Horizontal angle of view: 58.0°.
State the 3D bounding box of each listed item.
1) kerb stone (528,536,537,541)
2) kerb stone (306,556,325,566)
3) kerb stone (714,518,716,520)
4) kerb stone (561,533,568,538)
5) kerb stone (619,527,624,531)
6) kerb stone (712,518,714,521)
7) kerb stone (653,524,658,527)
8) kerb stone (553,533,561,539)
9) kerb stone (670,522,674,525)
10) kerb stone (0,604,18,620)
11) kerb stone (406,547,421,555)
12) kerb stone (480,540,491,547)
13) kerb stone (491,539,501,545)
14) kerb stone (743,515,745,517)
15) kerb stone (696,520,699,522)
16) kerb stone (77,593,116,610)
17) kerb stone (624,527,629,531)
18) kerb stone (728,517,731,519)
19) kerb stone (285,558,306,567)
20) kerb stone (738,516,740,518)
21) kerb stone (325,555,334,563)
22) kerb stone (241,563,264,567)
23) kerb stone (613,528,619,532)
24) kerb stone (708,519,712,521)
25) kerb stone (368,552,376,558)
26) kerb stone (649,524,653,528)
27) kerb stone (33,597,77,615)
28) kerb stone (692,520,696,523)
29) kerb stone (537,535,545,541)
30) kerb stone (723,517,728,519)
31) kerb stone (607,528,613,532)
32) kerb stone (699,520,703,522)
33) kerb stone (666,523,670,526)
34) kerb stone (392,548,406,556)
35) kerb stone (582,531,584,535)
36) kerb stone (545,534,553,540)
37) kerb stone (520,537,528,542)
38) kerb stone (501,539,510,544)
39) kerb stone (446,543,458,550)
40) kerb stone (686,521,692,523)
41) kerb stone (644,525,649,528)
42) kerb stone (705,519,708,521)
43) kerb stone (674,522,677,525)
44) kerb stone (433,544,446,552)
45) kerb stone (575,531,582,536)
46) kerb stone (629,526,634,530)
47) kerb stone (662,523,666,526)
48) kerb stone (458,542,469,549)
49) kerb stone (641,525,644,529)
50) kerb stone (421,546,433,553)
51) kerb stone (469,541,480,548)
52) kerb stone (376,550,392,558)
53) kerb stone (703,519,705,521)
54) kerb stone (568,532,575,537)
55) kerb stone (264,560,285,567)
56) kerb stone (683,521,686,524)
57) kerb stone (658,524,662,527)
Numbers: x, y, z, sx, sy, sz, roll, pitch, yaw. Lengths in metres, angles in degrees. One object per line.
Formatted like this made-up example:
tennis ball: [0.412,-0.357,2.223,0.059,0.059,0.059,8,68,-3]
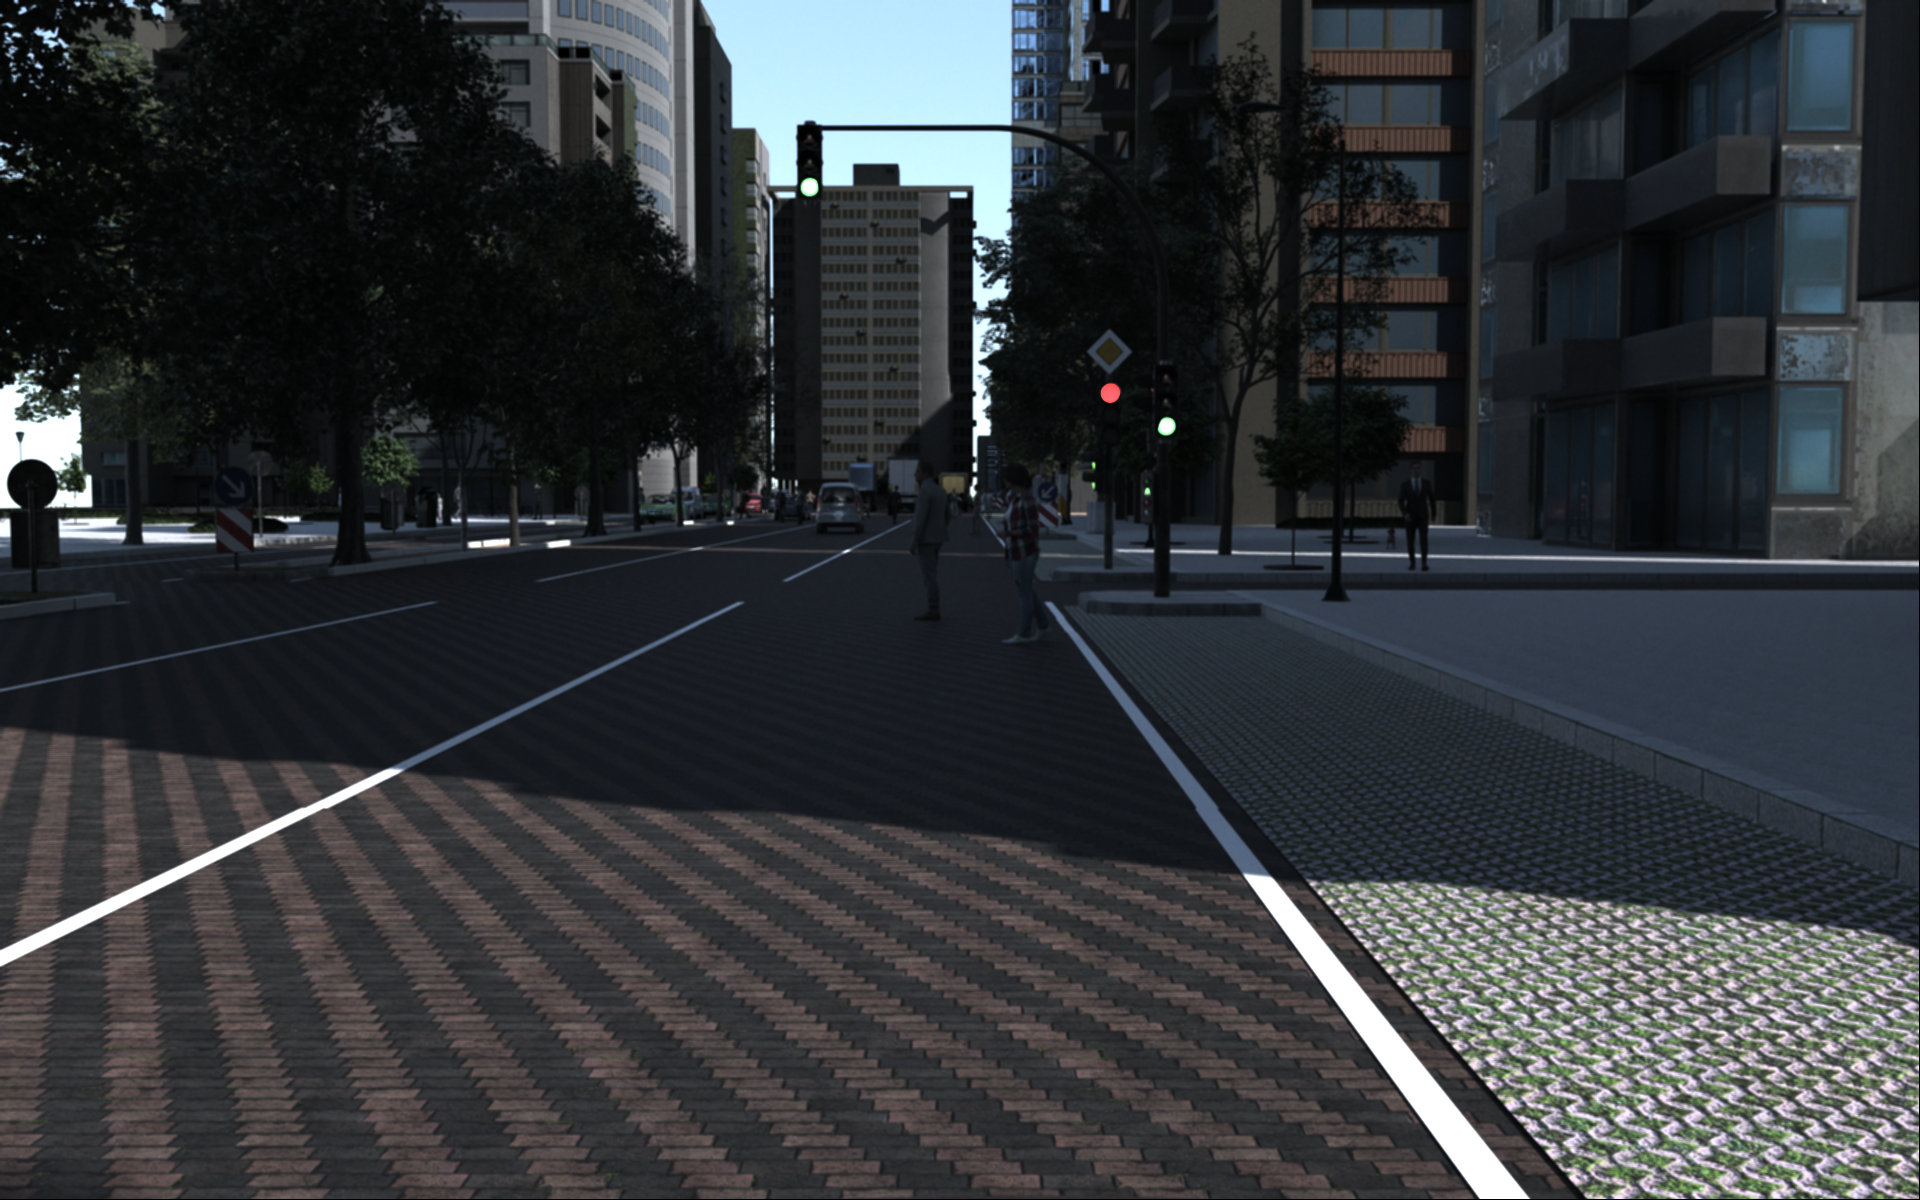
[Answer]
kerb stone: [-13.011,-1.833,52.212,0.120,0.150,1.000,0,4,0]
kerb stone: [-13.060,-0.771,34.808,0.120,0.150,1.000,0,4,0]
kerb stone: [-12.903,-4.158,90.174,0.120,0.150,1.000,0,4,0]
kerb stone: [-12.993,-2.083,56.320,0.120,0.150,1.000,0,4,0]
kerb stone: [-12.969,-2.652,65.563,0.120,0.150,1.000,0,4,0]
kerb stone: [-12.900,-4.091,89.144,0.120,0.150,1.000,0,4,0]
kerb stone: [-12.956,-3.092,72.755,0.120,0.150,1.000,0,4,0]
kerb stone: [-12.997,-2.024,55.293,0.120,0.150,1.000,0,4,0]
kerb stone: [-12.942,-3.339,76.854,0.120,0.150,1.000,0,4,0]
kerb stone: [-10.999,0.149,19.877,0.120,0.150,1.000,0,4,0]
kerb stone: [-13.034,-1.146,40.953,0.120,0.150,1.000,0,4,0]
kerb stone: [-13.028,-1.521,47.089,0.120,0.150,1.000,0,4,0]
kerb stone: [-13.025,-1.585,48.116,0.120,0.150,1.000,0,4,0]
kerb stone: [-12.859,-4.848,101.467,0.120,0.150,1.000,0,4,0]
kerb stone: [-12.915,-3.782,84.028,0.120,0.150,1.000,0,4,0]
kerb stone: [-10.998,0.016,21.928,0.120,0.150,1.000,0,4,0]
kerb stone: [-12.963,-2.715,66.587,0.120,0.150,1.000,0,4,0]
kerb stone: [-12.882,-4.471,95.305,0.120,0.150,1.000,0,4,0]
kerb stone: [-13.067,-0.708,33.786,0.120,0.150,1.000,0,4,0]
kerb stone: [-12.879,-4.720,99.416,0.120,0.150,1.000,0,4,0]
kerb stone: [-13.064,-0.834,35.831,0.120,0.150,1.000,0,4,0]
kerb stone: [-13.071,-0.582,31.739,0.120,0.150,1.000,0,4,0]
kerb stone: [-12.973,-2.587,64.541,0.120,0.150,1.000,0,4,0]
kerb stone: [-12.897,-4.030,88.122,0.120,0.150,1.000,0,4,0]
kerb stone: [-13.056,-0.959,37.876,0.120,0.150,1.000,0,4,0]
kerb stone: [-12.957,-3.029,71.725,0.120,0.150,1.000,0,4,0]
kerb stone: [-11.009,0.079,20.898,0.120,0.150,1.000,0,4,0]
kerb stone: [-12.917,-3.714,83.006,0.120,0.150,1.000,0,4,0]
kerb stone: [-13.001,-1.898,53.234,0.120,0.150,1.000,0,4,0]
kerb stone: [-12.888,-4.407,94.283,0.120,0.150,1.000,0,4,0]
kerb stone: [-12.981,-2.527,63.518,0.120,0.150,1.000,0,4,0]
kerb stone: [-12.903,-3.838,85.051,0.120,0.150,1.000,0,4,0]
kerb stone: [-12.943,-3.274,75.832,0.120,0.150,1.000,0,4,0]
kerb stone: [-13.046,-1.085,39.931,0.120,0.150,1.000,0,4,0]
kerb stone: [-12.988,-2.276,59.402,0.120,0.150,1.000,0,4,0]
kerb stone: [-13.003,-1.961,54.257,0.120,0.150,1.000,0,4,0]
kerb stone: [-13.018,-1.768,51.190,0.120,0.150,1.000,0,4,0]
kerb stone: [-13.022,-1.648,49.144,0.120,0.150,1.000,0,4,0]
kerb stone: [-13.034,-1.335,44.022,0.120,0.150,1.000,0,4,0]
kerb stone: [-12.922,-3.657,81.981,0.120,0.150,1.000,0,4,0]
kerb stone: [-12.958,-2.967,70.702,0.120,0.150,1.000,0,4,0]
kerb stone: [-12.911,-3.969,87.100,0.120,0.150,1.000,0,4,0]
kerb stone: [-12.931,-3.401,77.887,0.120,0.150,1.000,0,4,0]
kerb stone: [-13.035,-1.272,42.999,0.120,0.150,1.000,0,4,0]
kerb stone: [-12.991,-2.212,58.370,0.120,0.150,1.000,0,4,0]
kerb stone: [-12.964,-2.775,67.624,0.120,0.150,1.000,0,4,0]
kerb stone: [-12.936,-3.218,74.810,0.120,0.150,1.000,0,4,0]
kerb stone: [-13.033,-1.396,45.044,0.120,0.150,1.000,0,4,0]
kerb stone: [-12.955,-2.904,69.674,0.120,0.150,1.000,0,4,0]
kerb stone: [-13.039,-1.208,41.977,0.120,0.150,1.000,0,4,0]
kerb stone: [-13.032,-1.460,46.066,0.120,0.150,1.000,0,4,0]
kerb stone: [-13.047,-1.013,38.909,0.120,0.150,1.000,0,4,0]
kerb stone: [-12.910,-3.907,86.074,0.120,0.150,1.000,0,4,0]
kerb stone: [-12.993,-2.150,57.347,0.120,0.150,1.000,0,4,0]
kerb stone: [-13.068,-0.637,32.762,0.120,0.150,1.000,0,4,0]
kerb stone: [-12.921,-3.532,79.935,0.120,0.150,1.000,0,4,0]
kerb stone: [-12.941,-3.151,73.777,0.120,0.150,1.000,0,4,0]
